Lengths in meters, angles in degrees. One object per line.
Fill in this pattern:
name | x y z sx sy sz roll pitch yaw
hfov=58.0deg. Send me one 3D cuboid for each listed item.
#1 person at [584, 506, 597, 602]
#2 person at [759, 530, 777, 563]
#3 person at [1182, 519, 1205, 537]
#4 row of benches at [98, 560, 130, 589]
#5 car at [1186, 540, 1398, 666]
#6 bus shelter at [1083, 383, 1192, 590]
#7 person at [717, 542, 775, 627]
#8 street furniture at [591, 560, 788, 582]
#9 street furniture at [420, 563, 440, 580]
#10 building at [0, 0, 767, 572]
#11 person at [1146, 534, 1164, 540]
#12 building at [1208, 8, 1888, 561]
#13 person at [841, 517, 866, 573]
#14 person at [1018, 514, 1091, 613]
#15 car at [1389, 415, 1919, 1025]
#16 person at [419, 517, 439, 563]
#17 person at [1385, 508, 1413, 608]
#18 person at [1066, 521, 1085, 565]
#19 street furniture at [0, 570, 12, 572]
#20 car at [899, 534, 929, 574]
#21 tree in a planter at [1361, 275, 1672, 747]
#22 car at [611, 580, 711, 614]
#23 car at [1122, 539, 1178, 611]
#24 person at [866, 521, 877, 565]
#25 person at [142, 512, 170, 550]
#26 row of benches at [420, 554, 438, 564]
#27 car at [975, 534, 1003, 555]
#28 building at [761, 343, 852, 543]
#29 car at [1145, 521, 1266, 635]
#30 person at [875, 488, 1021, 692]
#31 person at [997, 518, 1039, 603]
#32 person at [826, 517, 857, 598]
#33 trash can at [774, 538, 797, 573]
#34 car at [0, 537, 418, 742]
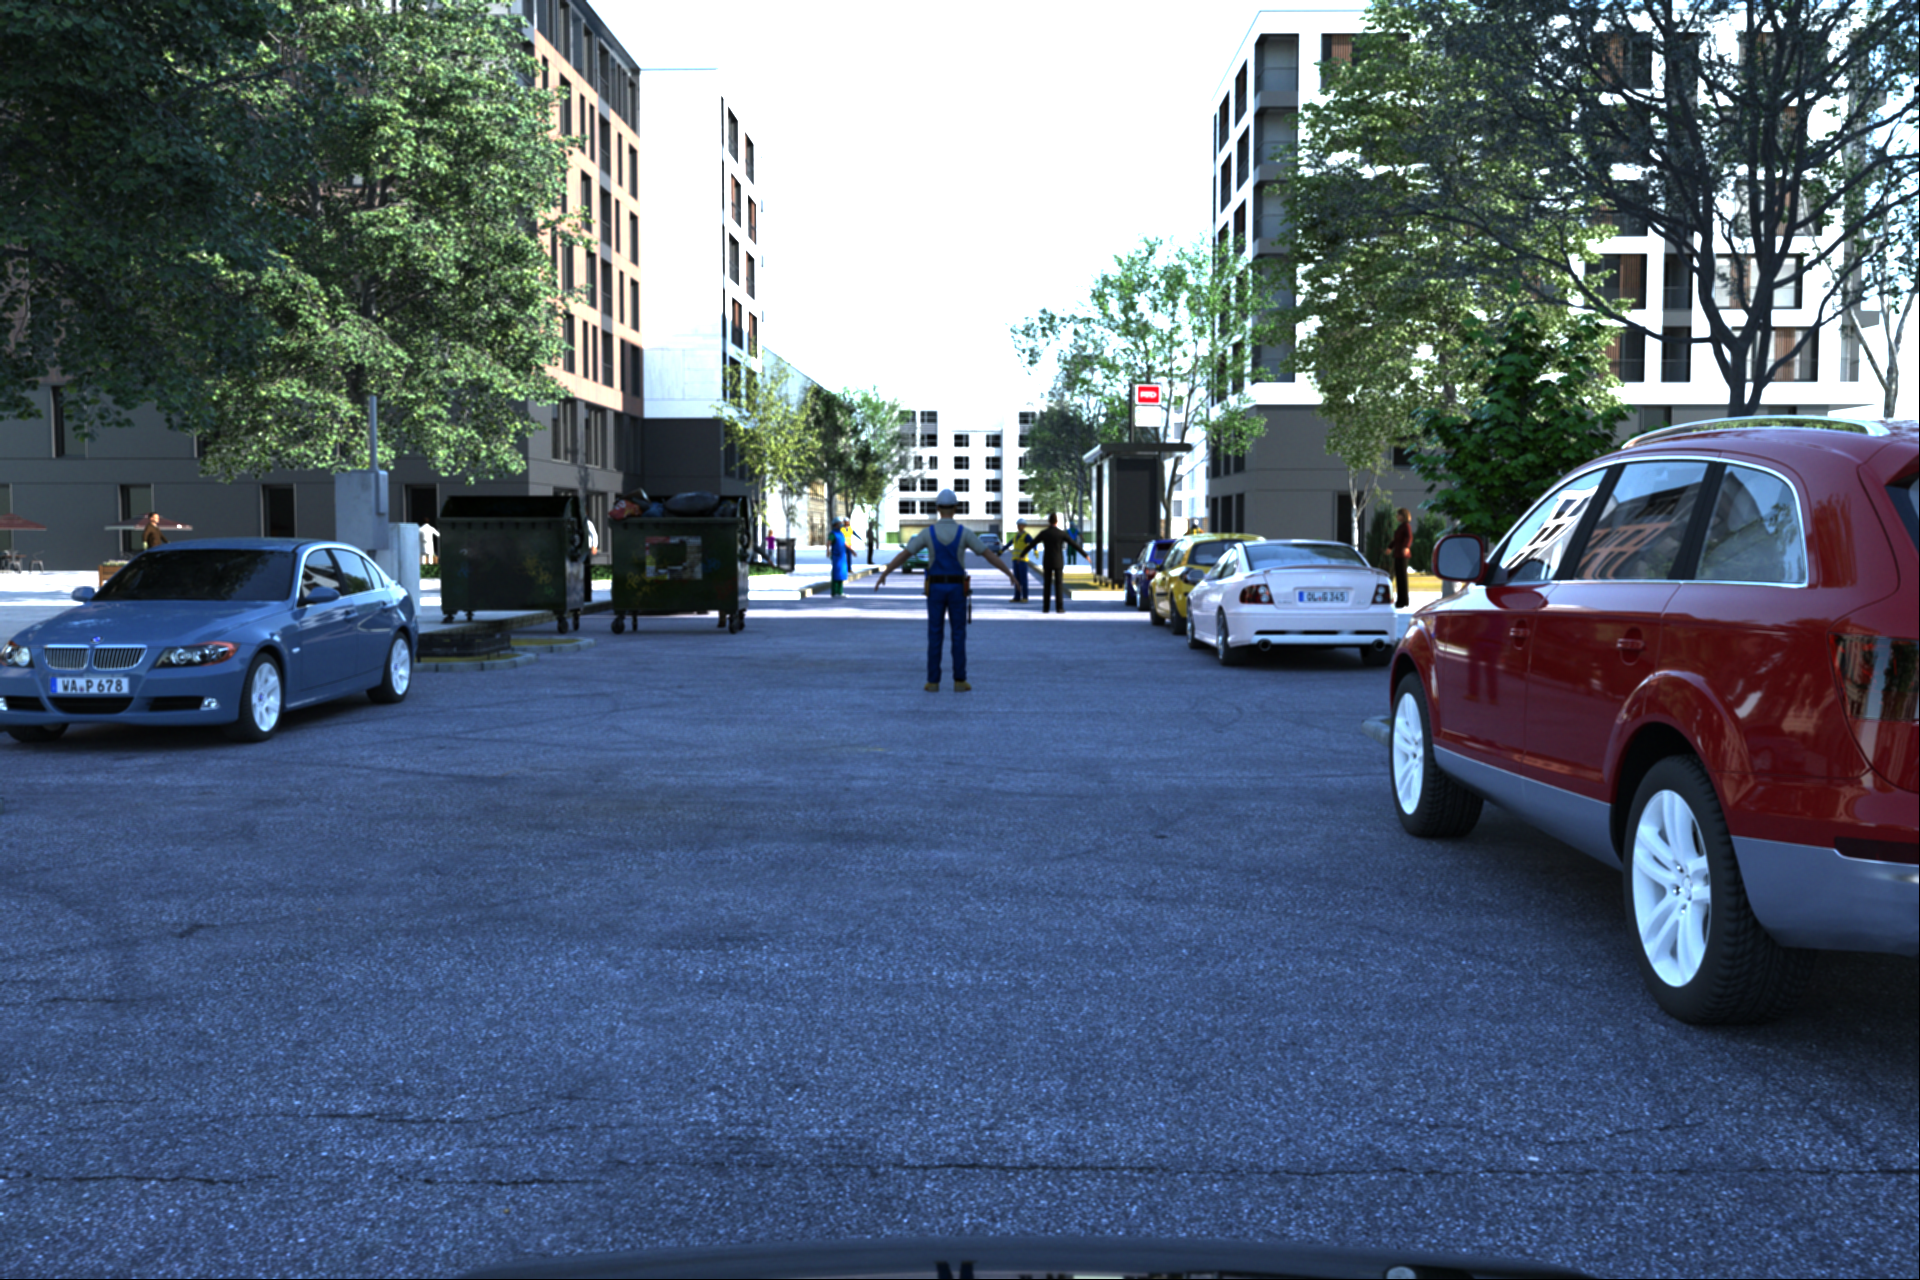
person | -7.125 -1.620 32.650 0.704 1.810 1.344 -3 4 -38
person | -6.356 -3.008 58.452 0.991 1.433 0.599 1 4 20
person | 9.076 -3.738 66.884 1.354 1.858 0.705 1 4 15
row of benches | -18.423 -1.572 41.159 4.104 0.672 1.422 0 4 -2
car | 3.769 -0.479 20.191 2.083 1.381 4.827 0 4 1
bus shelter | 4.301 -4.053 43.897 2.179 5.291 8.768 0 4 0
person | -3.536 -1.097 26.657 1.348 1.796 0.705 -1 4 -13
street furniture | -8.111 -2.073 49.523 5.734 0.657 10.072 0 4 8
street furniture | -16.725 -2.134 50.518 10.072 0.657 5.734 0 4 1
building | -24.574 -14.105 74.588 27.936 21.610 32.646 0 4 2
person | 7.956 -4.066 72.660 1.347 1.806 0.705 -1 4 -12
building | 25.780 -14.686 84.087 27.936 21.610 32.646 0 4 1
person | -3.750 -3.131 57.155 1.349 1.833 0.705 -2 4 -24
person | 1.700 -1.395 31.494 1.346 1.802 0.704 1 4 11
car | 3.109 0.128 6.586 2.281 1.827 5.304 0 4 1
person | -16.895 -2.974 54.806 1.347 1.806 0.705 -1 4 -20
person | 7.580 -1.418 29.991 0.721 1.729 1.215 0 4 -1
person | 4.629 -4.026 71.959 1.347 1.817 0.704 -1 4 -23
street furniture | -31.697 -2.599 49.341 11.010 1.723 9.812 2 4 25
car | -1.168 -3.175 63.709 2.131 1.459 4.920 0 4 1
tree in a planter | 3.882 -0.904 12.005 1.991 3.239 1.994 0 4 1
car | -5.291 -1.365 32.109 2.009 1.686 4.222 0 4 1
car | 4.163 -1.282 33.535 1.945 1.354 3.894 0 3 0
person | -3.715 -4.059 72.493 0.705 1.813 1.348 -1 4 -16
person | -19.764 -2.227 42.542 0.704 1.812 1.346 0 4 2
row of benches | -17.826 -2.570 57.479 4.104 0.672 1.422 -1 4 -22
car | 1.917 -6.446 117.395 2.014 1.417 4.499 0 4 0
building | -22.808 -22.772 203.244 19.493 23.208 18.063 0 4 2
car | 3.851 -0.966 26.013 2.015 1.641 3.980 0 4 0
person | -0.118 -0.459 15.819 1.347 1.847 0.705 0 4 3
person | 1.217 -1.676 36.325 0.721 1.772 1.216 -3 5 -43
person | -2.726 -1.864 39.053 0.704 1.817 1.347 2 4 23
trash can | -5.786 -2.806 57.523 0.748 1.137 0.748 0 3 0
car | -5.624 -0.088 13.445 2.014 1.417 4.499 0 4 1
